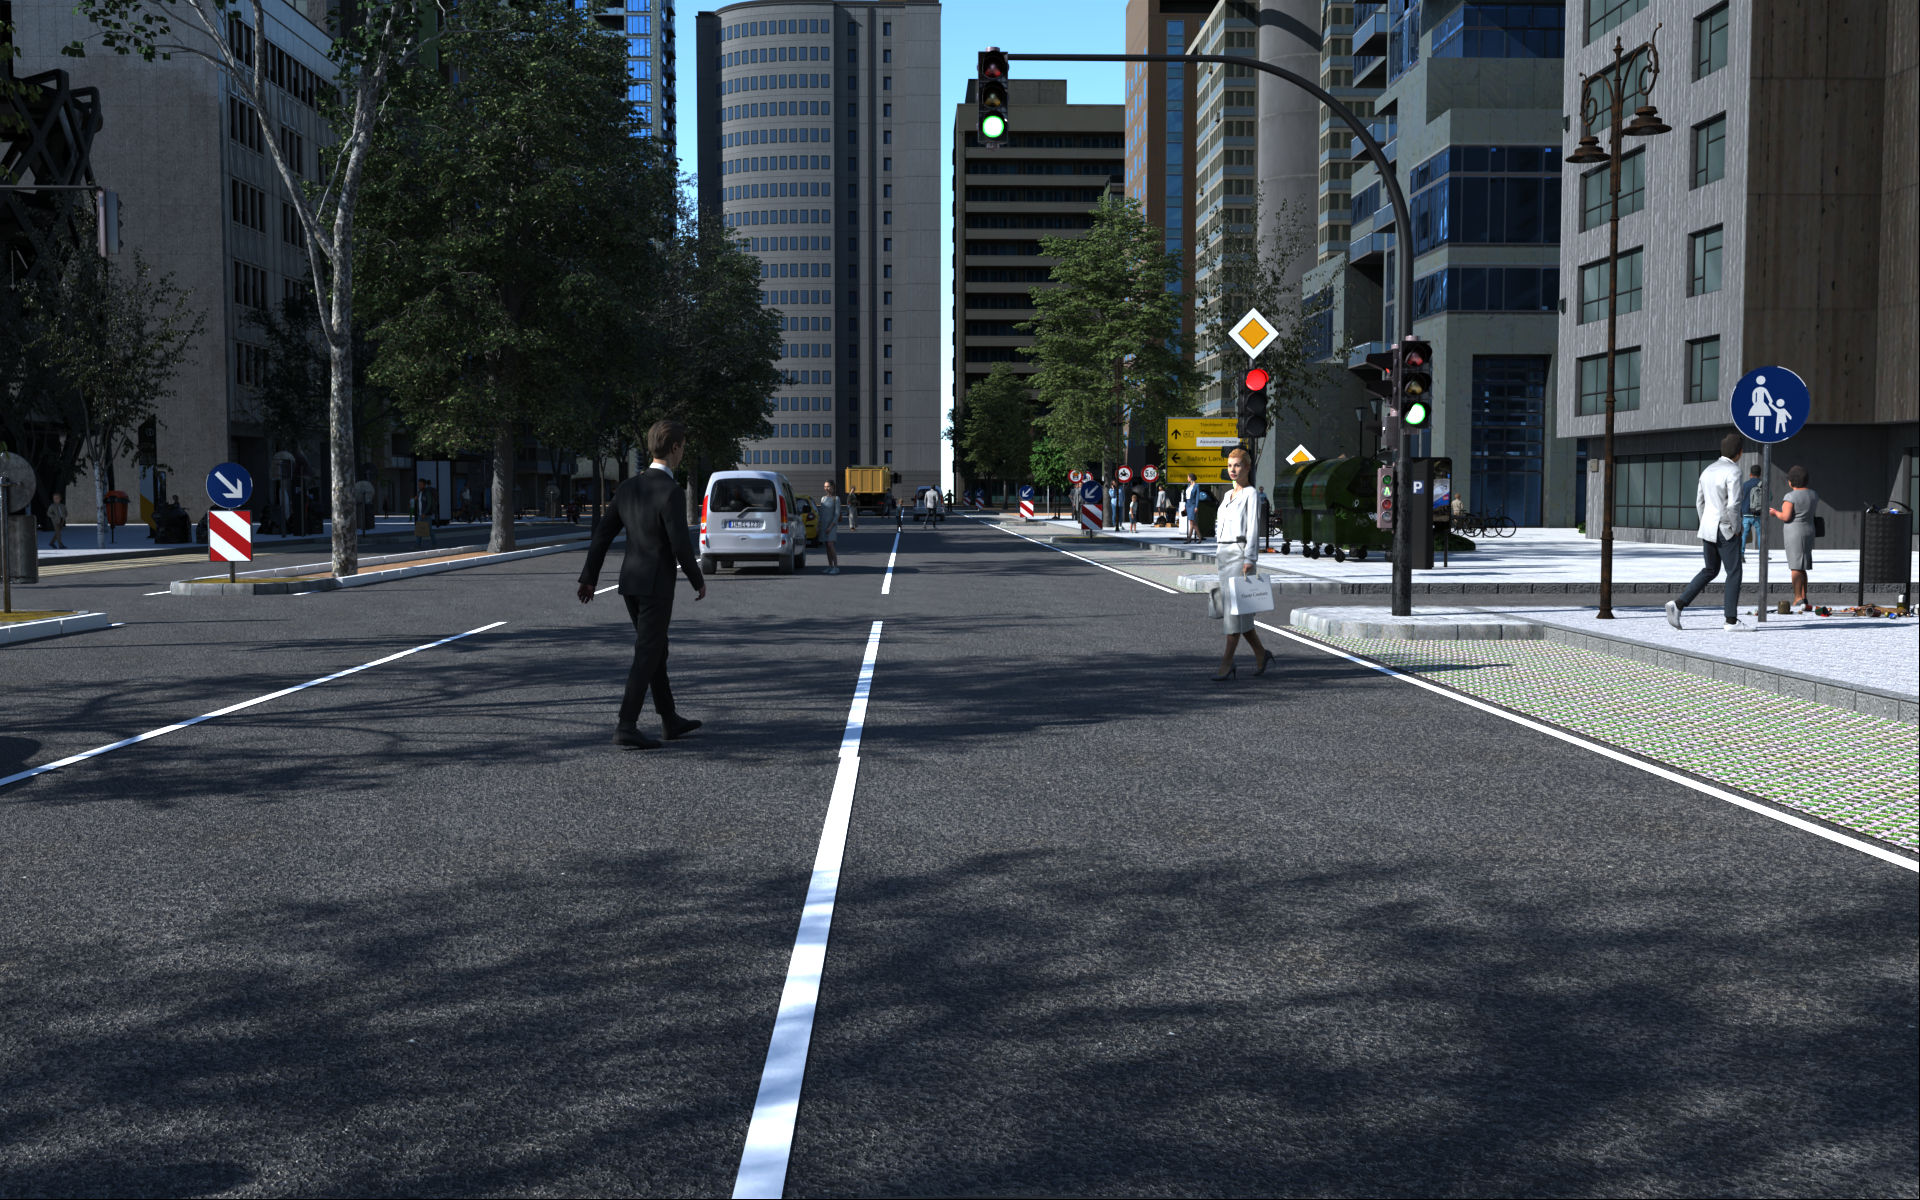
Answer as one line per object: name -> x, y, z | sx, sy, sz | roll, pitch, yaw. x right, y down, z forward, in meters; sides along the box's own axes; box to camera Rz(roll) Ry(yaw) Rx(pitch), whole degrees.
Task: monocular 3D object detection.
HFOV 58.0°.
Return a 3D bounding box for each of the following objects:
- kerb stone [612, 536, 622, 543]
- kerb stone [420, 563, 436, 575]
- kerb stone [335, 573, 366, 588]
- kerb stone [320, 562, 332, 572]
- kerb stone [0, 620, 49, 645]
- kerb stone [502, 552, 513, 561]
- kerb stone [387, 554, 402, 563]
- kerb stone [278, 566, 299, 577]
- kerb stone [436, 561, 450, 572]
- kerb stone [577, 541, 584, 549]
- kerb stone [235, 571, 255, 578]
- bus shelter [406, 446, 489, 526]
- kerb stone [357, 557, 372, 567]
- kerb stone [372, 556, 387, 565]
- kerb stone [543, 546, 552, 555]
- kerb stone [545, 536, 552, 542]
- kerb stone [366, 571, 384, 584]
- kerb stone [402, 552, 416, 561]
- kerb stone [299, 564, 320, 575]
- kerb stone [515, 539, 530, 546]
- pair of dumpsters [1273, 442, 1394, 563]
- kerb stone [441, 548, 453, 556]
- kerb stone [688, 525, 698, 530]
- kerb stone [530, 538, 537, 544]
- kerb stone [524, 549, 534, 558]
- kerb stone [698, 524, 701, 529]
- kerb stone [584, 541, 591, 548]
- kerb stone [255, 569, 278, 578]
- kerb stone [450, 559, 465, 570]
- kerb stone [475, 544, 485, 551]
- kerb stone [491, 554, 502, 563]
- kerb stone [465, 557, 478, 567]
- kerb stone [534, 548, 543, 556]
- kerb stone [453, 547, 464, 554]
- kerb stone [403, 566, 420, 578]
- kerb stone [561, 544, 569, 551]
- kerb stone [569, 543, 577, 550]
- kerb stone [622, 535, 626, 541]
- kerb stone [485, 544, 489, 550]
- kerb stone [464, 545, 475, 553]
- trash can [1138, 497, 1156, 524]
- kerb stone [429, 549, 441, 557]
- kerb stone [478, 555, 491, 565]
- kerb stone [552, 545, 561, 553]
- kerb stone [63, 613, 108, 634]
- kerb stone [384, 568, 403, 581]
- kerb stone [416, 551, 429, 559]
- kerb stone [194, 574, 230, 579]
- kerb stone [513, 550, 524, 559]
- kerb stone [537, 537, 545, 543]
kerb stone -> -10.255, -1.789, 51.502 | 0.120, 0.150, 1.000 | 0, 4, -2
kerb stone -> -9.630, -0.540, 31.021 | 0.120, 0.150, 1.000 | 0, 4, -2
kerb stone -> -9.497, -0.289, 26.922 | 0.120, 0.150, 1.000 | 0, 4, -2
kerb stone -> -11.755, -0.598, 31.974 | 0.120, 0.150, 1.000 | 0, 4, -2
kerb stone -> -9.210, 0.309, 17.150 | 0.120, 0.150, 1.000 | 0, 4, -2
kerb stone -> -9.817, -0.916, 37.167 | 0.120, 0.150, 1.000 | 0, 4, -2
kerb stone -> -11.873, -0.848, 36.065 | 0.120, 0.150, 1.000 | 0, 4, -2
kerb stone -> -11.693, -0.473, 29.922 | 0.120, 0.150, 1.000 | 0, 4, -2
kerb stone -> -9.670, -0.603, 32.051 | 0.120, 0.150, 1.000 | 0, 4, -2
kerb stone -> -10.062, -1.415, 45.361 | 0.120, 0.150, 1.000 | 0, 4, -2
kerb stone -> -11.631, -0.347, 27.872 | 0.120, 0.150, 1.000 | 0, 4, -2
bus shelter -> -21.408, -4.811, 72.586 | 2.014, 3.302, 5.546 | 0, 4, -2
kerb stone -> -11.824, -0.723, 34.021 | 0.120, 0.150, 1.000 | 0, 4, -2
kerb stone -> -11.859, -0.786, 35.043 | 0.120, 0.150, 1.000 | 0, 4, -2
kerb stone -> -9.940, -1.166, 41.263 | 0.120, 0.150, 1.000 | 0, 4, -2
kerb stone -> -12.355, -1.791, 51.474 | 0.120, 0.150, 1.000 | 0, 4, -2
kerb stone -> -9.544, -0.352, 27.945 | 0.120, 0.150, 1.000 | 0, 4, -2
kerb stone -> -11.912, -0.911, 37.095 | 0.120, 0.150, 1.000 | 0, 4, -2
kerb stone -> -11.719, -0.535, 30.945 | 0.120, 0.150, 1.000 | 0, 4, -2
kerb stone -> -12.264, -1.603, 48.400 | 0.120, 0.150, 1.000 | 0, 4, -2
pair of dumpsters -> 7.456, -1.950, 34.383 | 1.574, 2.255, 4.437 | 0, 4, -2
kerb stone -> -12.004, -1.100, 40.176 | 0.120, 0.150, 1.000 | 0, 4, -2
kerb stone -> -10.825, -2.922, 69.964 | 0.120, 0.150, 1.000 | 0, 4, -2
kerb stone -> -12.300, -1.665, 49.422 | 0.120, 0.150, 1.000 | 0, 4, -2
kerb stone -> -9.883, -1.039, 39.217 | 0.120, 0.150, 1.000 | 0, 4, -2
kerb stone -> -10.856, -2.980, 70.987 | 0.120, 0.150, 1.000 | 0, 4, -2
kerb stone -> -10.108, -1.479, 46.382 | 0.120, 0.150, 1.000 | 0, 4, -2
kerb stone -> -11.671, -0.410, 28.899 | 0.120, 0.150, 1.000 | 0, 4, -2
kerb stone -> -9.688, -0.665, 33.073 | 0.120, 0.150, 1.000 | 0, 4, -2
kerb stone -> -12.107, -1.288, 43.259 | 0.120, 0.150, 1.000 | 0, 4, -2
kerb stone -> -9.783, -0.853, 36.145 | 0.120, 0.150, 1.000 | 0, 4, -2
kerb stone -> -9.726, -0.725, 34.099 | 0.120, 0.150, 1.000 | 0, 4, -2
kerb stone -> -9.904, -1.098, 40.239 | 0.120, 0.150, 1.000 | 0, 4, -2
kerb stone -> -12.044, -1.151, 41.205 | 0.120, 0.150, 1.000 | 0, 4, -2
kerb stone -> -9.595, -0.476, 29.998 | 0.120, 0.150, 1.000 | 0, 4, -2
kerb stone -> -10.009, -1.291, 43.308 | 0.120, 0.150, 1.000 | 0, 4, -2
kerb stone -> -10.033, -1.354, 44.333 | 0.120, 0.150, 1.000 | 0, 4, -2
kerb stone -> -10.287, -1.854, 52.524 | 0.120, 0.150, 1.000 | 0, 4, -2
kerb stone -> -12.135, -1.345, 44.286 | 0.120, 0.150, 1.000 | 0, 4, -2
kerb stone -> -12.073, -1.226, 42.237 | 0.120, 0.150, 1.000 | 0, 4, -2
trash can -> 7.911, -3.776, 73.396 | 0.748, 1.137, 0.748 | 0, 3, 0
kerb stone -> -11.977, -1.037, 39.150 | 0.120, 0.150, 1.000 | 0, 4, -2
kerb stone -> -9.752, -0.791, 35.120 | 0.120, 0.150, 1.000 | 0, 4, -2
kerb stone -> -9.972, -1.229, 42.286 | 0.120, 0.150, 1.000 | 0, 4, -2
kerb stone -> -9.236, 0.247, 18.172 | 0.120, 0.150, 1.000 | 0, 4, -2
kerb stone -> -9.565, -0.414, 28.967 | 0.120, 0.150, 1.000 | 0, 4, -2
kerb stone -> -11.947, -0.974, 38.118 | 0.120, 0.150, 1.000 | 0, 4, -2
kerb stone -> -11.602, -0.285, 26.850 | 0.120, 0.150, 1.000 | 0, 4, -2
kerb stone -> -9.849, -0.978, 38.192 | 0.120, 0.150, 1.000 | 0, 4, -2
kerb stone -> -12.317, -1.728, 50.445 | 0.120, 0.150, 1.000 | 0, 4, -2
